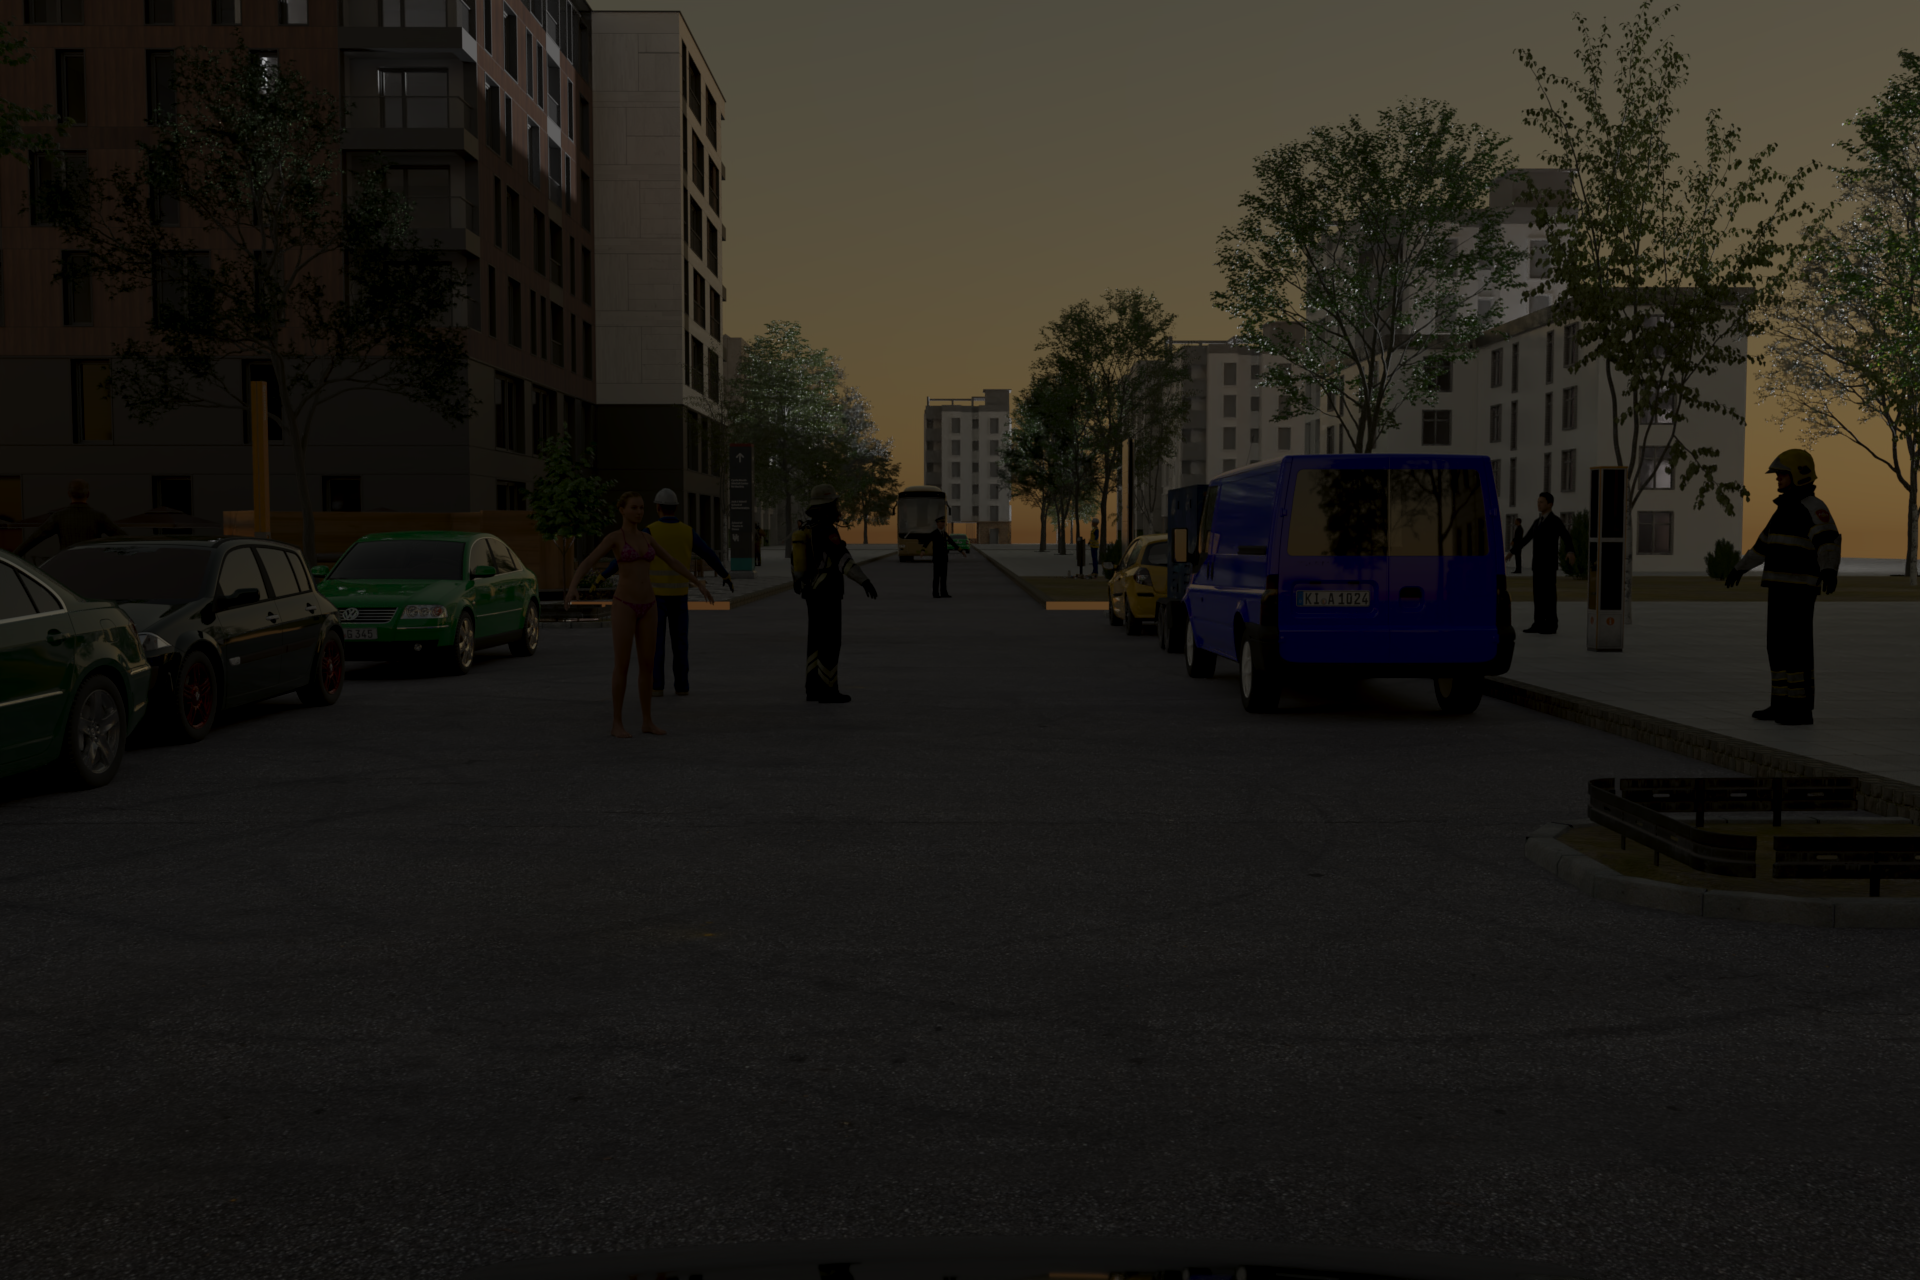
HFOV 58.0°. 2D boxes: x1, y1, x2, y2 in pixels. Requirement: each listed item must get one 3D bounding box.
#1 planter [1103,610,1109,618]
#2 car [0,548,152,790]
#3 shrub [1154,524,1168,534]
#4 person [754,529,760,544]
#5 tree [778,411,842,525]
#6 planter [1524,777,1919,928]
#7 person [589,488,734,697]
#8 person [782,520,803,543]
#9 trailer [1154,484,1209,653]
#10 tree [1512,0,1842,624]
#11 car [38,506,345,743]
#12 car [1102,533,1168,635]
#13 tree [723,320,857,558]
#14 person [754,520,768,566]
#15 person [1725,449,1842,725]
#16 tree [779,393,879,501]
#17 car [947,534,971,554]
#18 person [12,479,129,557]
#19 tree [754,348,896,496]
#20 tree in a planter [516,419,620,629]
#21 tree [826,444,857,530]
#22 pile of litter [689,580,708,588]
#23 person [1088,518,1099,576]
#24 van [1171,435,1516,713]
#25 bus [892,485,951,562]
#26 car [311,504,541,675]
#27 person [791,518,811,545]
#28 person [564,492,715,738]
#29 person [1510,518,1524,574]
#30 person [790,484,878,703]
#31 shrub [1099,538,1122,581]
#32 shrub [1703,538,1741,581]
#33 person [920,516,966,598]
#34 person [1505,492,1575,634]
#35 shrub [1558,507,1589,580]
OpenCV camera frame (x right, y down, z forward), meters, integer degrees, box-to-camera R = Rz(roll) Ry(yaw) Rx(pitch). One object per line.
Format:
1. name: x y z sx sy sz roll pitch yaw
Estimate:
1. planter: 3.506 -0.551 30.145 1.991 0.319 1.994 0 4 1
2. car: -5.748 0.208 8.405 2.131 1.459 4.920 0 4 0
3. shrub: 6.462 -2.798 49.781 1.661 2.075 1.752 0 3 0
4. person: -7.776 -3.548 64.132 0.705 1.813 1.348 2 4 29
5. tree: -8.935 -9.158 100.092 4.360 8.622 3.978 0 3 0
6. planter: 3.494 0.847 7.286 1.991 0.319 1.994 0 4 1
7. person: -2.607 -0.424 15.364 1.349 1.833 0.705 -2 4 -30
8. person: -5.911 -3.527 63.861 1.347 1.806 0.705 1 4 12
9. trailer: 3.187 -0.906 21.870 1.471 1.999 3.904 0 4 0
10. tree: 9.525 -4.514 24.170 4.737 8.622 4.395 0 3 0
11. car: -6.081 -0.202 13.094 2.009 1.686 4.222 0 4 0
12. car: 3.186 -0.959 25.903 2.015 1.641 3.980 0 4 0
13. tree: -9.579 -10.671 92.593 7.486 12.596 7.792 0 3 0
14. person: -8.126 -3.870 69.038 1.354 1.858 0.705 2 4 35
15. person: 5.620 -0.366 11.754 0.704 1.858 1.351 0 4 -2
16. tree: -9.750 -12.320 127.194 9.928 11.665 9.643 0 3 0
17. car: -0.177 -7.327 128.588 1.959 1.807 4.718 0 4 -1
18. person: -8.432 -0.639 16.624 1.348 1.807 0.705 -2 4 -23
19. tree: -9.323 -12.433 113.642 12.009 13.543 11.850 0 3 0
20. tree in a planter: -6.217 -1.830 27.139 1.991 3.239 1.994 0 3 0
21. tree: -9.614 -11.254 134.365 4.737 8.622 4.395 0 3 0
22. pile of litter: -6.718 -1.722 42.112 1.176 0.858 1.719 0 4 -1
23. person: 4.066 -2.864 53.290 0.721 1.772 1.216 0 4 -3
24. van: 3.214 -0.682 15.537 2.240 2.365 5.245 0 4 -1
25. bus: -1.942 -6.098 91.241 2.896 3.916 12.252 0 4 -1
26. car: -5.887 -0.622 18.958 1.959 1.807 4.718 0 4 0
27. person: -5.236 -3.316 60.077 1.347 1.847 0.705 -3 4 -36
28. person: -2.271 -0.184 12.267 1.217 1.733 0.721 -3 5 -43
29. person: 18.125 -3.064 56.318 0.704 1.802 1.346 2 4 28
30. person: -1.138 -0.401 14.788 0.705 1.856 1.354 -2 4 -33
31. shrub: 4.234 -2.160 46.429 1.383 1.207 1.383 0 3 0
32. shrub: 21.027 -2.241 47.760 1.383 1.207 1.383 0 3 0
33. person: -0.420 -1.867 38.911 1.347 1.837 0.705 -3 5 -42
34. person: 7.510 -0.995 22.311 0.704 1.823 1.345 -1 4 -19
35. shrub: 17.461 -2.688 48.376 1.690 2.028 1.600 0 3 0
